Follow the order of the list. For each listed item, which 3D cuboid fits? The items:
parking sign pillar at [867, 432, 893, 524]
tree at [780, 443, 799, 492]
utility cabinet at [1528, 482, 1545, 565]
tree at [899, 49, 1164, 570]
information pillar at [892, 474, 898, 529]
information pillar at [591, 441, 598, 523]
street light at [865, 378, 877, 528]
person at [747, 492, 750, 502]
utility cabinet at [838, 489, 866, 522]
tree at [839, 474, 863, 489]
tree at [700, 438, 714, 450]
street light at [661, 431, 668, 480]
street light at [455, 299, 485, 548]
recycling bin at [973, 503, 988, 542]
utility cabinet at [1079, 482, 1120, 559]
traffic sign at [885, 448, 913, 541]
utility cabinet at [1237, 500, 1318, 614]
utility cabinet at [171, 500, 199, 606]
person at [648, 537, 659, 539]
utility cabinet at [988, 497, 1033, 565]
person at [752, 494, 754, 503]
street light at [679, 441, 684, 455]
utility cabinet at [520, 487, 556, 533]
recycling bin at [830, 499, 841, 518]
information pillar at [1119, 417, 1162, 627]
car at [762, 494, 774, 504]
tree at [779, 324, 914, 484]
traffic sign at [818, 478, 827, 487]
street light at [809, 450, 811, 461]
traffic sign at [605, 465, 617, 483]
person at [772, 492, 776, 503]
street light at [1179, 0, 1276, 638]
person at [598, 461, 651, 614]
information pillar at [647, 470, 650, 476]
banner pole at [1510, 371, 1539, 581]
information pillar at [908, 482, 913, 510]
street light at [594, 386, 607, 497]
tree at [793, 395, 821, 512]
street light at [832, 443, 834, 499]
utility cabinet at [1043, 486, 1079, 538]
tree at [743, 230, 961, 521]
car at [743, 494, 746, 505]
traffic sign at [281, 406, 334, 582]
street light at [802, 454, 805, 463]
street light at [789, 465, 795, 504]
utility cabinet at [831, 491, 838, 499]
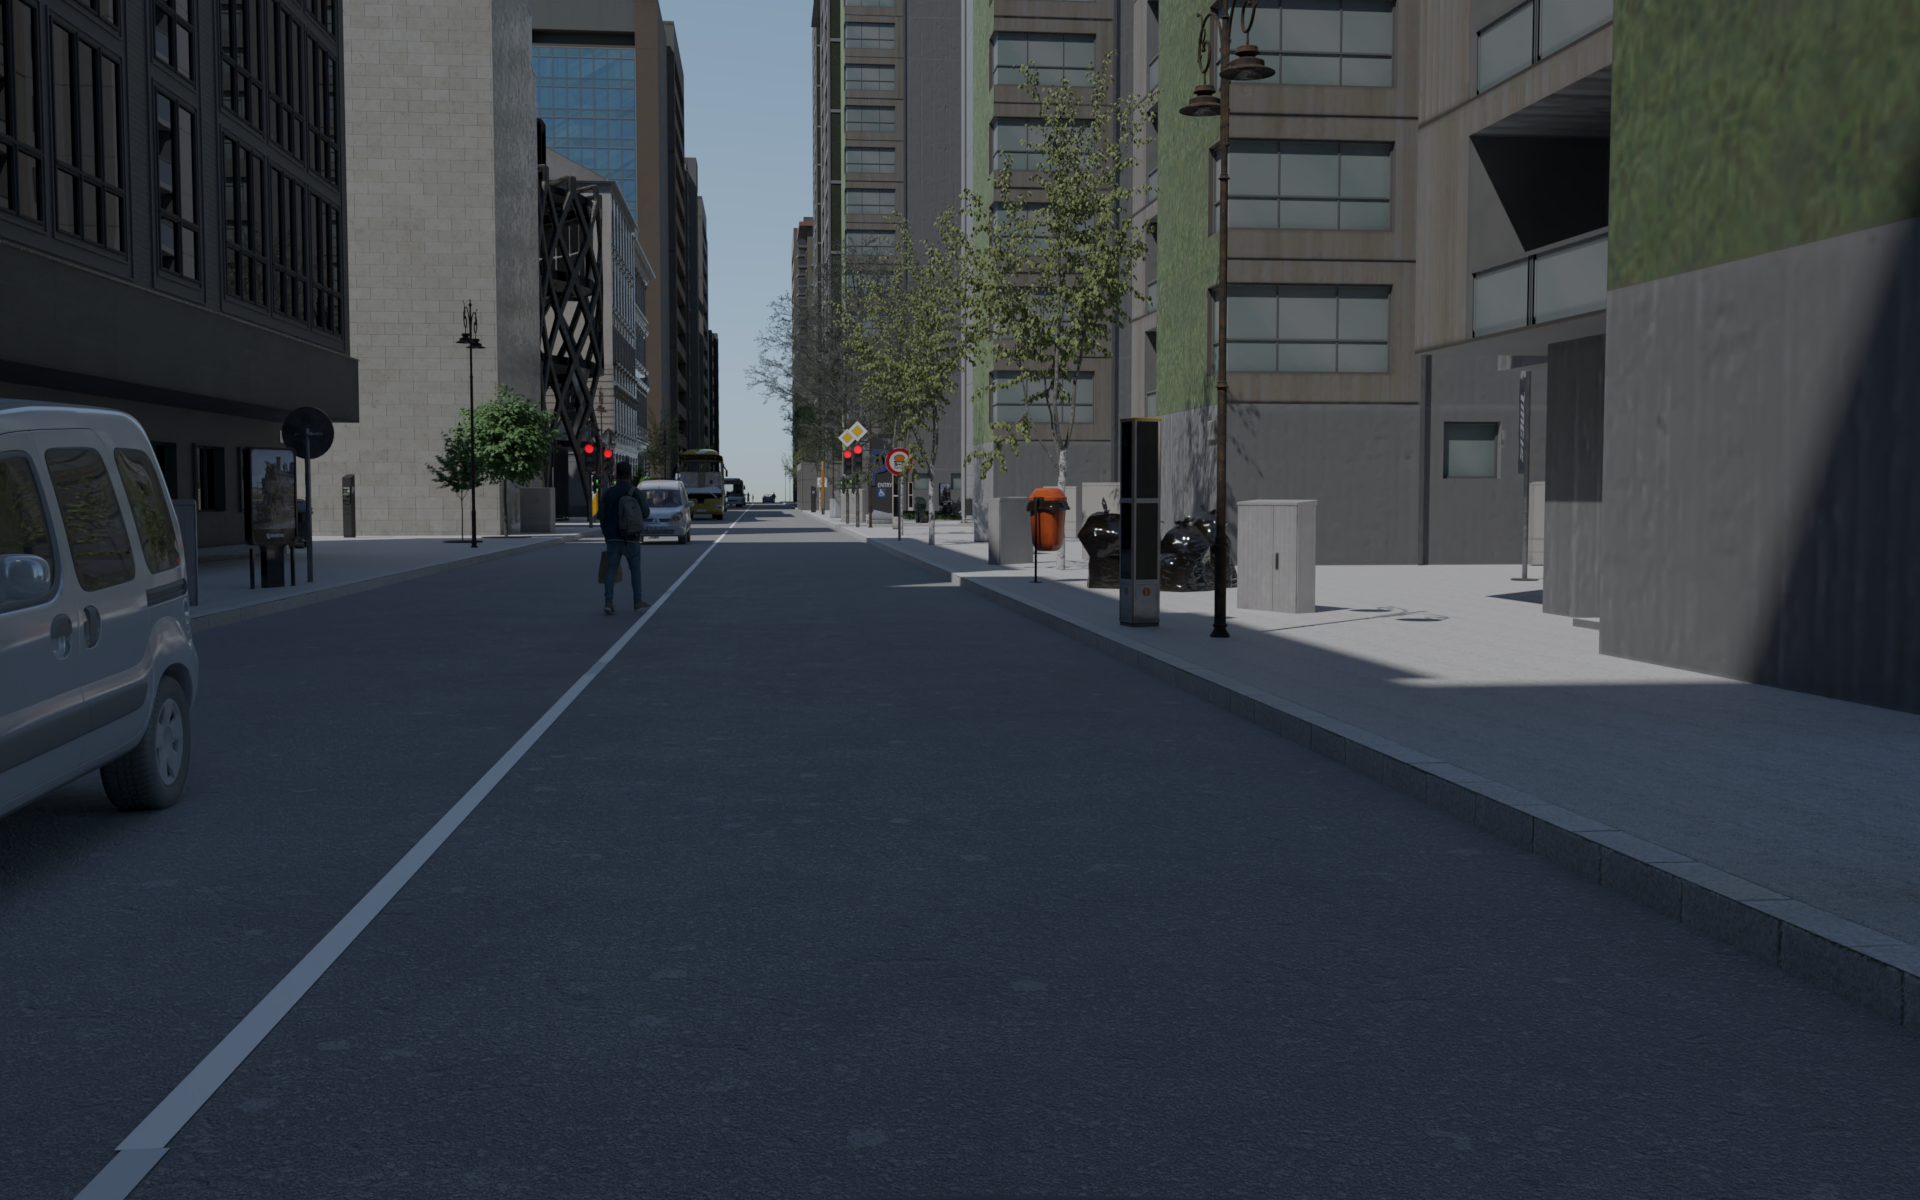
[{"bbox_3d":[-3.291,-5.268,74.611,1.447,3.967,1.447,2,4,24],"label":"parking sign pillar"},{"bbox_3d":[-22.114,-17.358,234.172,4.737,8.622,4.395,0,3,0],"label":"tree"},{"bbox_3d":[10.807,-1.365,31.001,1.173,1.500,0.318,0,4,2],"label":"utility cabinet"},{"bbox_3d":[1.610,-4.820,29.176,4.737,8.622,4.395,0,3,0],"label":"tree"},{"bbox_3d":[-2.284,-3.574,62.922,0.304,2.012,0.304,0,4,8],"label":"information pillar"},{"bbox_3d":[-16.103,-5.191,76.221,0.183,3.616,0.504,-3,4,-38],"label":"information pillar"},{"bbox_3d":[-3.406,-5.687,65.775,0.468,5.910,1.993,0,4,-6],"label":"street light"},{"bbox_3d":[-36.702,-17.811,300.373,0.621,1.740,0.551,2,4,27],"label":"person"},{"bbox_3d":[-4.809,-4.242,78.034,1.173,1.500,0.318,2,4,31],"label":"utility cabinet"},{"bbox_3d":[-6.725,-6.780,105.456,1.663,3.219,1.824,0,3,0],"label":"tree"},{"bbox_3d":[-33.802,-16.761,224.401,4.737,8.622,4.395,0,3,0],"label":"tree"},{"bbox_3d":[-21.131,-9.262,124.218,0.468,5.910,1.993,0,4,-6],"label":"street light"},{"bbox_3d":[-11.620,-4.187,41.253,0.468,5.910,1.993,0,4,-6],"label":"street light"},{"bbox_3d":[0.725,-2.072,46.435,0.722,1.027,0.722,0,4,-2],"label":"recycling bin"},{"bbox_3d":[2.891,-1.507,33.319,0.318,1.500,1.173,-3,5,-44],"label":"utility cabinet"},{"bbox_3d":[-1.664,-2.903,47.564,0.768,2.556,0.104,0,4,-5],"label":"traffic sign"},{"bbox_3d":[3.466,-0.482,19.035,0.306,1.237,1.020,-2,4,-29],"label":"utility cabinet"},{"bbox_3d":[-9.265,-0.526,19.769,1.020,1.237,0.306,-1,4,-22],"label":"utility cabinet"},{"bbox_3d":[-9.817,-2.615,55.541,0.394,1.301,0.425,0,4,7],"label":"person"},{"bbox_3d":[0.933,-1.262,31.795,0.306,1.237,1.020,3,5,40],"label":"utility cabinet"},{"bbox_3d":[-34.269,-16.799,286.429,0.557,1.426,1.065,-2,4,-28],"label":"person"},{"bbox_3d":[-24.018,-10.817,149.642,0.468,5.910,1.993,0,4,-6],"label":"street light"},{"bbox_3d":[-13.891,-2.951,56.935,1.173,1.500,0.318,1,4,21],"label":"utility cabinet"},{"bbox_3d":[-6.536,-4.919,92.980,0.722,1.027,0.722,-2,4,-27],"label":"recycling bin"},{"bbox_3d":[1.747,-0.753,16.808,0.304,2.012,0.304,-1,4,-21],"label":"information pillar"},{"bbox_3d":[-28.779,-15.164,259.940,2.014,1.417,4.499,0,4,-5],"label":"car"},{"bbox_3d":[-6.094,-9.665,92.430,7.601,10.594,8.767,-2,4,-25],"label":"tree"},{"bbox_3d":[-8.583,-6.468,107.888,0.606,2.300,0.079,0,4,-3],"label":"traffic sign"},{"bbox_3d":[-12.873,-10.772,148.907,0.468,5.910,1.993,0,4,-6],"label":"street light"},{"bbox_3d":[-15.380,-4.701,76.959,0.768,2.556,0.104,0,4,-1],"label":"traffic sign"},{"bbox_3d":[-28.427,-15.641,264.776,0.990,1.755,0.434,3,4,36],"label":"person"},{"bbox_3d":[2.334,-2.605,15.374,0.468,5.910,1.993,0,4,-6],"label":"street light"},{"bbox_3d":[-4.060,-0.746,20.687,0.794,1.824,0.713,1,4,22],"label":"person"},{"bbox_3d":[-26.093,-9.383,144.774,0.504,3.616,0.183,3,5,42],"label":"information pillar"},{"bbox_3d":[8.405,-2.189,25.813,0.401,3.779,0.863,0,4,7],"label":"banner pole"},{"bbox_3d":[-3.048,-6.268,106.980,0.304,2.012,0.304,0,4,-5],"label":"information pillar"},{"bbox_3d":[-15.333,-6.198,74.132,0.468,5.910,1.993,0,4,-6],"label":"street light"},{"bbox_3d":[-10.242,-10.774,126.518,4.360,8.622,3.978,0,3,0],"label":"tree"},{"bbox_3d":[-7.247,-7.716,98.939,0.468,5.910,1.993,0,4,-6],"label":"street light"},{"bbox_3d":[2.983,-2.549,50.349,1.173,1.500,0.318,3,4,39],"label":"utility cabinet"},{"bbox_3d":[-4.977,-10.435,80.977,12.009,13.543,11.850,0,3,0],"label":"tree"},{"bbox_3d":[-28.360,-12.981,220.915,2.281,1.827,5.304,0,4,-6],"label":"car"},{"bbox_3d":[-9.486,-1.535,25.208,0.768,2.556,0.104,0,3,0],"label":"traffic sign"},{"bbox_3d":[-15.817,-12.369,175.018,0.468,5.910,1.993,0,4,-6],"label":"street light"},{"bbox_3d":[-21.548,-15.420,224.900,0.468,5.910,1.993,0,4,-6],"label":"street light"},{"bbox_3d":[-8.913,-7.307,128.150,1.173,1.500,0.318,-1,4,-13],"label":"utility cabinet"}]
